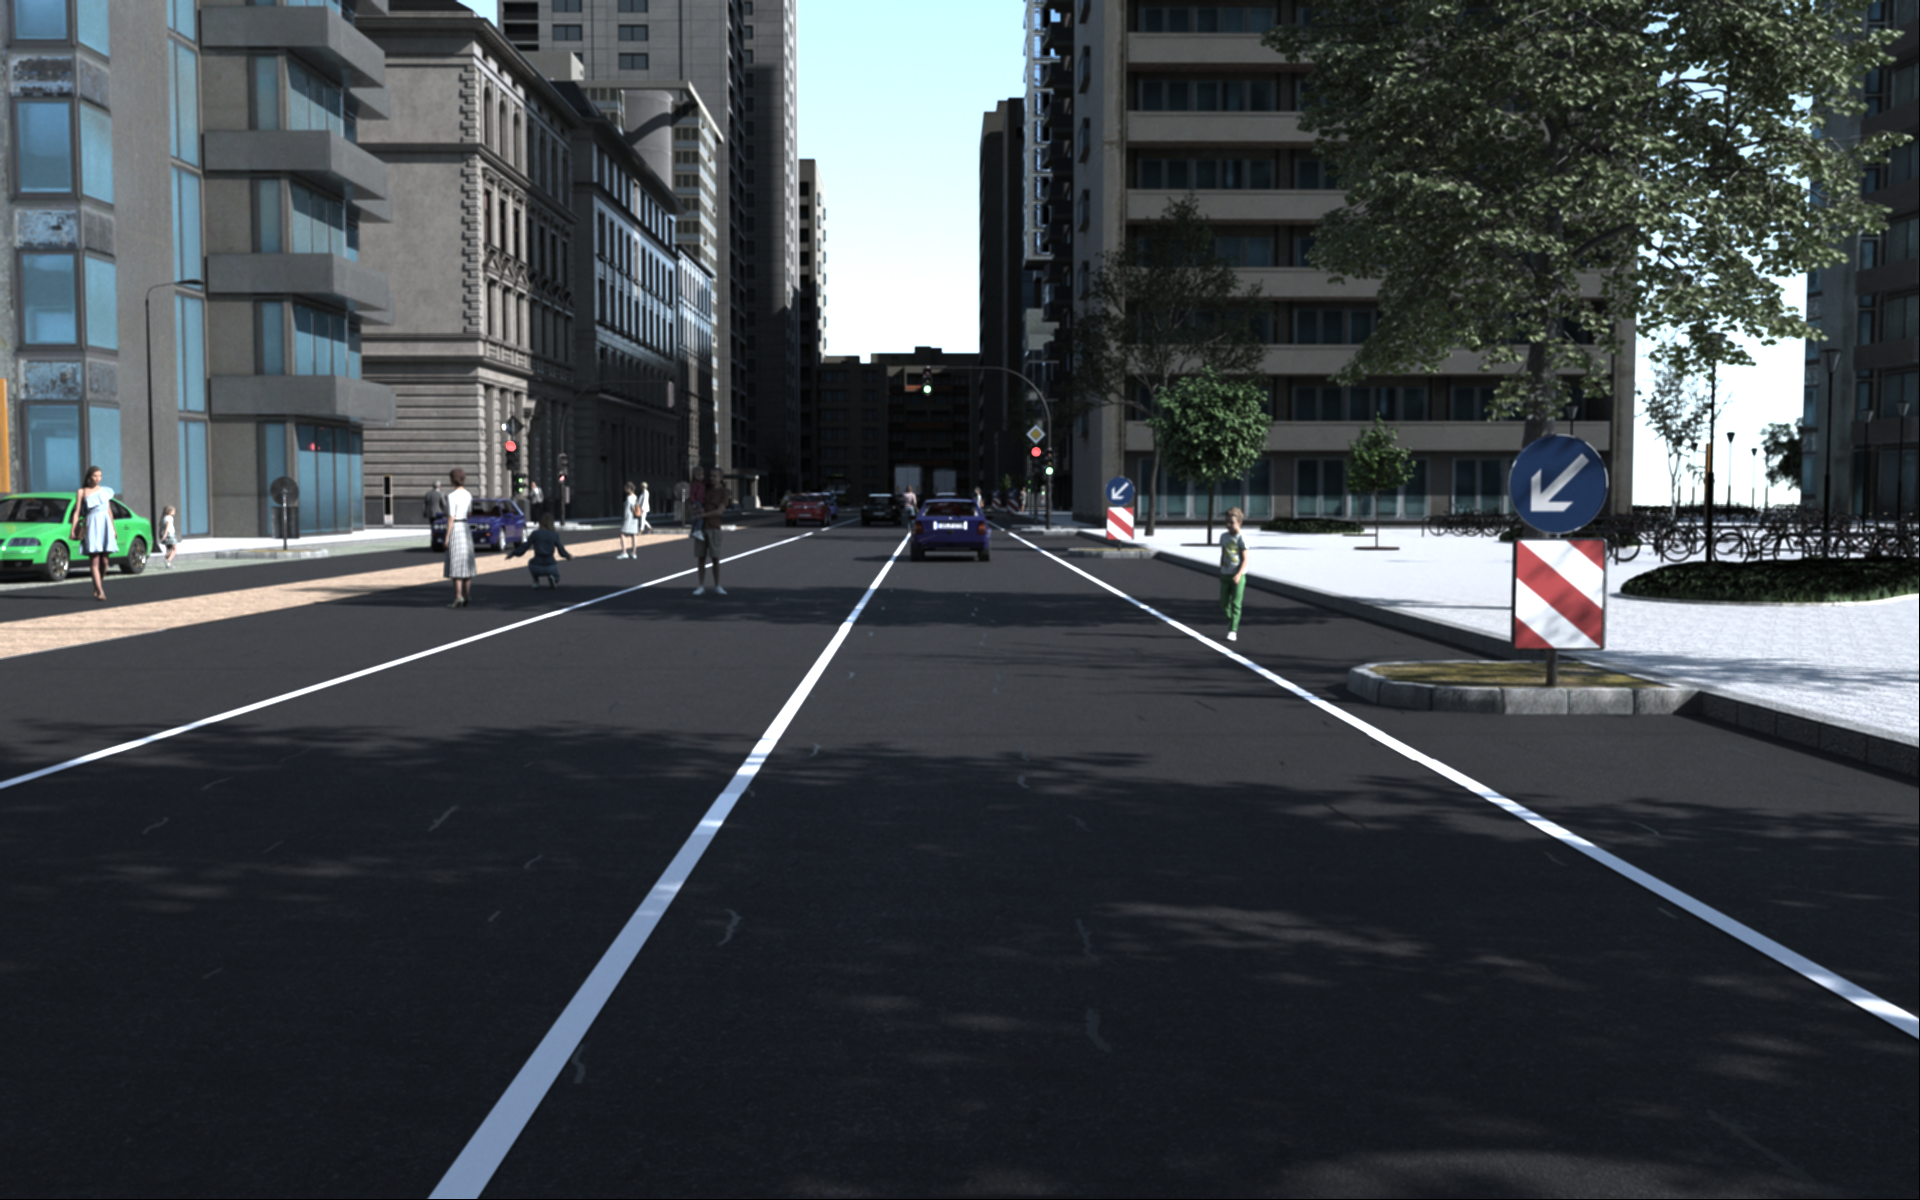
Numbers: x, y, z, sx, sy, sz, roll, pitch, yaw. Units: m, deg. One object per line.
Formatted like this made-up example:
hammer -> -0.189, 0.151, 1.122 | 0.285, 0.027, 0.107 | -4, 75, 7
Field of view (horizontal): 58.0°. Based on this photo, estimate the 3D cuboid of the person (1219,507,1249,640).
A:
person -> 2.709, -0.268, 17.135 | 0.306, 1.304, 0.590 | 1, 4, 18

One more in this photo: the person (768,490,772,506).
person -> -21.060, -11.275, 191.210 | 1.217, 1.723, 0.721 | 1, 4, 10

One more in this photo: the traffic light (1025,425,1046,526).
traffic light -> 3.044, -4.960, 70.010 | 0.839, 4.253, 0.868 | 0, 4, -1

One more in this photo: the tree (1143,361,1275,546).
tree -> 6.144, -3.624, 42.963 | 4.285, 4.588, 4.351 | 0, 3, 0

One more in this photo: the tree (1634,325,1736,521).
tree -> 30.571, -7.551, 73.820 | 4.360, 8.622, 3.978 | 0, 3, 0

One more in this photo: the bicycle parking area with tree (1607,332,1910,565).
bicycle parking area with tree -> 15.240, -2.799, 32.758 | 8.231, 4.147, 9.016 | -2, 4, -29

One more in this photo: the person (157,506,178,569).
person -> -15.220, -1.201, 33.154 | 0.505, 1.210, 0.382 | 2, 4, 34

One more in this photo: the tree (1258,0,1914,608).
tree -> 6.762, -6.182, 19.202 | 7.486, 12.596, 7.792 | 0, 3, 0

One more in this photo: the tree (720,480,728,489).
tree -> -19.664, -8.978, 141.392 | 1.663, 3.219, 1.824 | 0, 3, 0

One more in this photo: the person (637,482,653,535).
person -> -10.915, -3.162, 60.074 | 0.818, 1.842, 0.514 | -3, 5, -45

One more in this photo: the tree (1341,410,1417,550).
tree -> 9.518, -2.772, 39.927 | 1.663, 3.219, 1.824 | 0, 3, 0

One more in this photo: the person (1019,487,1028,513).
person -> 4.325, -6.829, 118.053 | 0.532, 1.782, 0.716 | 3, 5, 41

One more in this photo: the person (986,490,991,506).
person -> 3.189, -11.253, 190.832 | 0.445, 1.727, 0.742 | 1, 4, 17

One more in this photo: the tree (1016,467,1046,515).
tree -> 4.828, -6.803, 105.837 | 1.663, 3.219, 1.824 | 0, 3, 0

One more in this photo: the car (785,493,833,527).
car -> -6.824, -4.217, 77.993 | 2.155, 1.783, 4.494 | 0, 4, -1

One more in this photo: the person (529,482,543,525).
person -> -17.795, -4.072, 72.803 | 0.592, 1.802, 0.473 | -1, 4, -12

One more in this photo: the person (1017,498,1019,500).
person -> 4.762, -8.908, 154.954 | 1.065, 1.426, 0.557 | 1, 4, 15

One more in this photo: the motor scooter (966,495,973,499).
motor scooter -> 1.119, -11.292, 197.397 | 0.815, 1.314, 1.986 | 0, 4, -1

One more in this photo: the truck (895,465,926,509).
truck -> -4.909, -11.055, 169.664 | 2.839, 4.237, 11.283 | 0, 4, 1

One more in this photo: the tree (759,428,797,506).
tree -> -20.474, -14.916, 194.233 | 4.360, 8.622, 3.978 | 0, 3, 0

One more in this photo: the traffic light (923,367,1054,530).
traffic light -> 1.056, -5.333, 61.857 | 4.771, 5.953, 1.251 | 0, 4, -1

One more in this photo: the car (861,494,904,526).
car -> -3.592, -4.262, 79.465 | 2.009, 1.686, 4.222 | 0, 4, 1

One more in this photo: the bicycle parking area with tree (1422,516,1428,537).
bicycle parking area with tree -> 18.379, -4.047, 53.169 | 9.016, 4.147, 8.231 | 3, 5, 44

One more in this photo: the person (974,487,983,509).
person -> 0.667, -3.530, 67.226 | 0.522, 1.701, 0.512 | -1, 4, -9

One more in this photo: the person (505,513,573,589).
person -> -6.415, -0.755, 26.348 | 1.012, 1.151, 0.738 | -1, 4, -12

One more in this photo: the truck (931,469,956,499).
truck -> -1.790, -12.672, 196.098 | 2.839, 4.237, 11.283 | 0, 4, -2

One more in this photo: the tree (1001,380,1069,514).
tree -> 4.791, -9.843, 111.303 | 4.737, 8.622, 4.395 | 0, 3, 0

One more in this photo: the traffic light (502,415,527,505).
traffic light -> -15.913, -4.455, 61.766 | 0.839, 4.253, 0.868 | 0, 4, -1

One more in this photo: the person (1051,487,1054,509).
person -> 7.983, -8.734, 148.470 | 0.705, 1.869, 1.348 | -1, 4, -12

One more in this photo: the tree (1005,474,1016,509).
tree -> 5.269, -9.424, 148.677 | 1.663, 3.219, 1.824 | 0, 3, 0

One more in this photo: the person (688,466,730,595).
person -> -3.620, -0.991, 24.684 | 0.580, 1.828, 0.573 | -3, 4, -39

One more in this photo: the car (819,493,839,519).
car -> -7.954, -5.512, 99.711 | 1.945, 1.707, 3.694 | 0, 4, -2

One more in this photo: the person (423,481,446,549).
person -> -13.867, -2.263, 45.902 | 0.661, 1.777, 0.834 | 0, 4, 5

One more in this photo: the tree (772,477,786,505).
tree -> -20.676, -12.465, 198.410 | 1.663, 3.219, 1.824 | 0, 3, 0

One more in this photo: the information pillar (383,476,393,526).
information pillar -> -22.697, -3.929, 68.732 | 0.304, 2.012, 0.304 | -1, 4, -10

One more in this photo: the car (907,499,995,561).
car -> -0.202, -1.566, 38.191 | 1.945, 1.354, 3.894 | 0, 3, 0

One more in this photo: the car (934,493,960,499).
car -> -0.705, -5.395, 97.248 | 2.155, 1.783, 4.494 | 0, 4, 1

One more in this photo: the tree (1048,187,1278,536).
tree -> 6.106, -7.227, 52.578 | 7.601, 10.594, 8.767 | 1, 4, 21

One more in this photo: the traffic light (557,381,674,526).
traffic light -> -13.925, -5.819, 69.812 | 4.771, 5.953, 1.251 | 0, 4, -1

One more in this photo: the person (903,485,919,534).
person -> -1.776, -3.252, 62.254 | 0.593, 1.750, 0.643 | 0, 4, 4

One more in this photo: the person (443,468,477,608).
person -> -6.404, -0.787, 21.932 | 0.524, 1.755, 0.480 | 1, 4, 22

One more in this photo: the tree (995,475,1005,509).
tree -> 4.154, -9.654, 152.438 | 1.663, 3.219, 1.824 | 0, 3, 0

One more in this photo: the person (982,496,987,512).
person -> 1.958, -7.881, 141.619 | 0.475, 1.303, 0.640 | 1, 4, 18

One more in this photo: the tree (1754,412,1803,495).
tree -> 59.477, -9.359, 115.926 | 11.467, 7.101, 20.602 | 0, 4, -7

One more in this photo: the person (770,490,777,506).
person -> -21.086, -11.437, 193.752 | 1.217, 1.736, 0.721 | 0, 4, 1

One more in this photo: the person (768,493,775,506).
person -> -19.525, -10.454, 180.186 | 0.991, 1.433, 0.599 | -1, 4, -14

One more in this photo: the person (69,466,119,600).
person -> -11.769, -0.912, 23.514 | 0.616, 1.811, 0.778 | -3, 4, -36

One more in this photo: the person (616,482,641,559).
person -> -7.351, -1.779, 38.598 | 0.522, 1.701, 0.512 | 1, 4, 9
